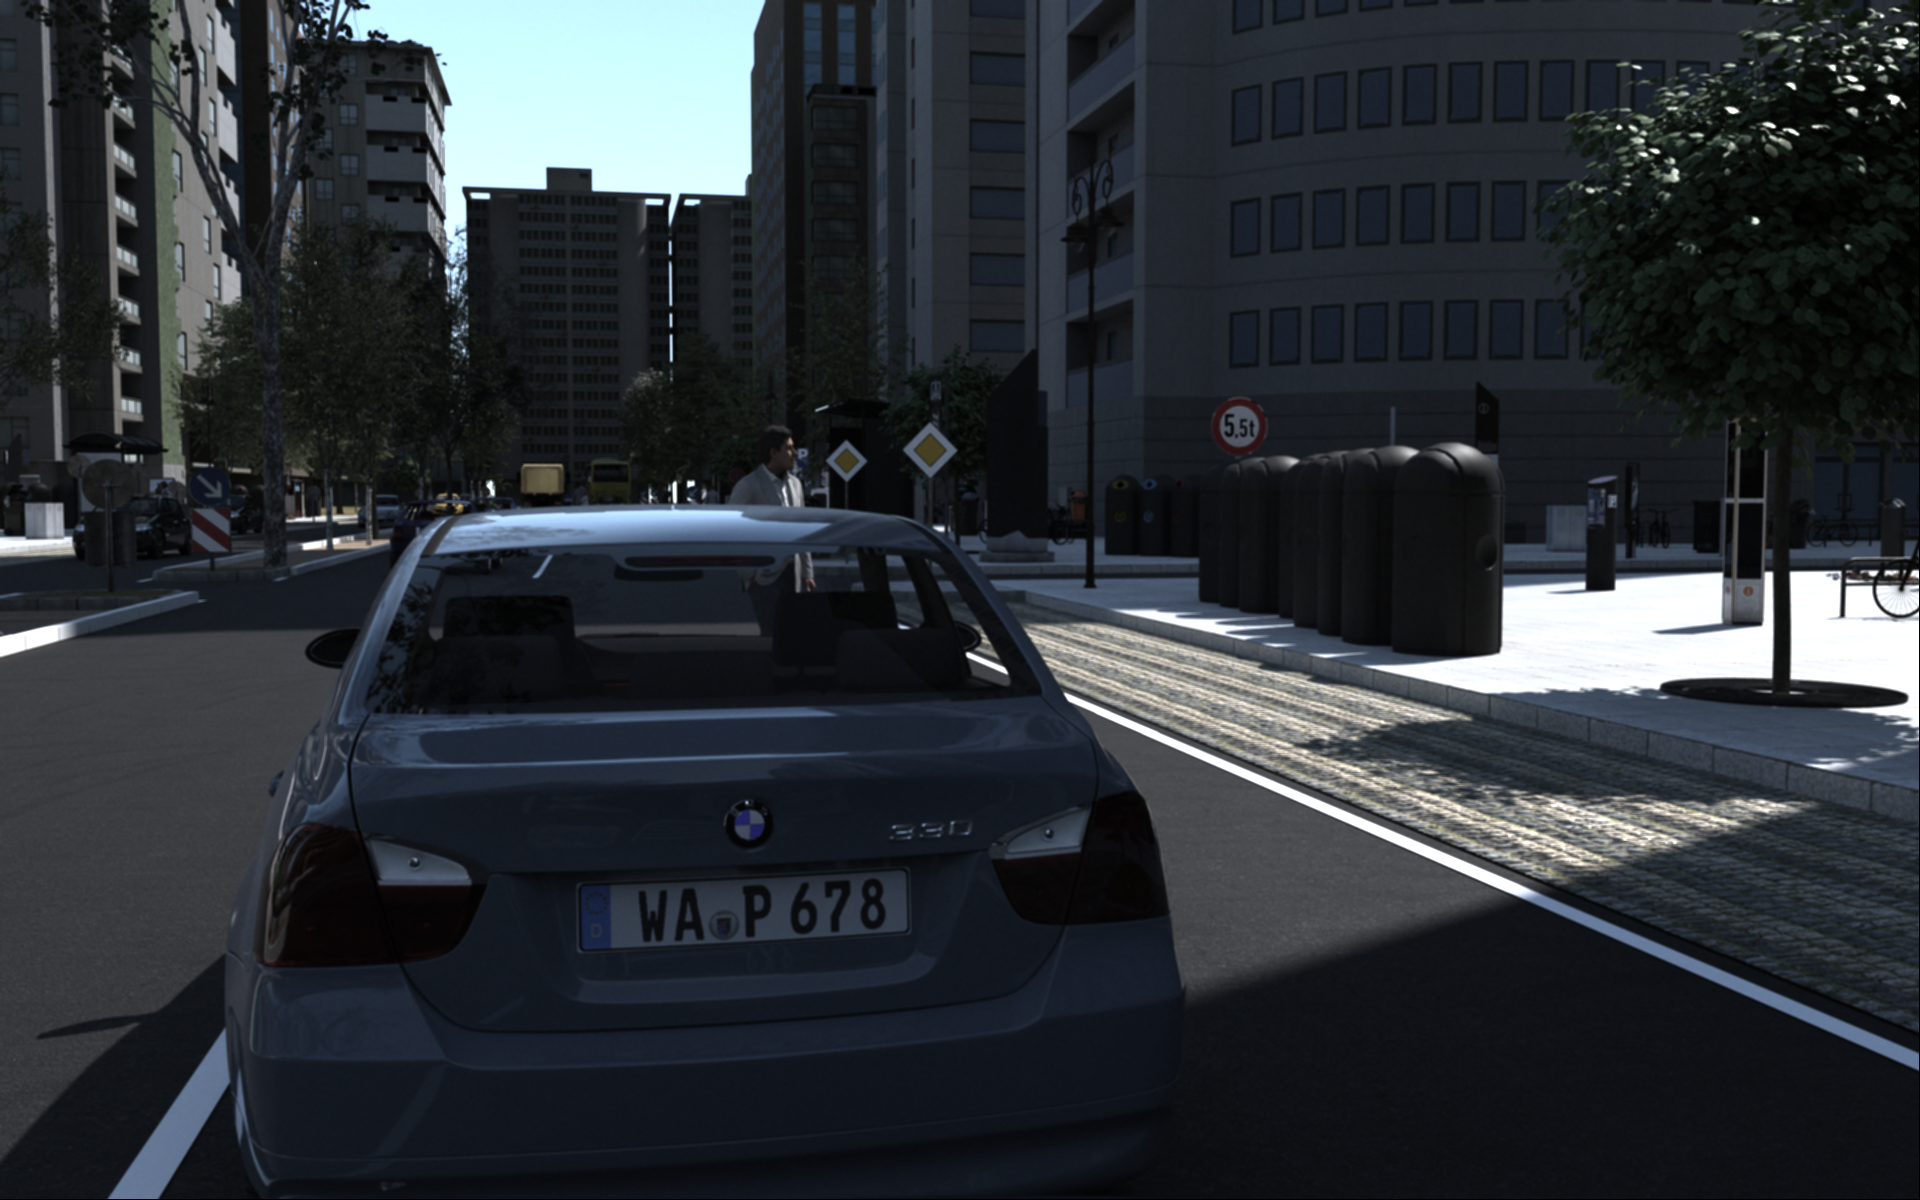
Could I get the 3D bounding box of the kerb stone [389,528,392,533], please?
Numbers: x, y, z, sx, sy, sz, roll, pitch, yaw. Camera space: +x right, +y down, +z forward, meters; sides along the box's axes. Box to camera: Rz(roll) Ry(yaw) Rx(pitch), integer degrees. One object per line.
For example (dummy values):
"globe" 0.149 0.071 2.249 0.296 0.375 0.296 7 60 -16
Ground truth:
"kerb stone" -20.711 -2.463 62.520 0.120 0.150 1.000 -1 4 -12

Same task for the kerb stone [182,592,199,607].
"kerb stone" -9.984 -0.005 22.318 0.120 0.150 1.000 -1 4 -12

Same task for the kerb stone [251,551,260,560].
"kerb stone" -15.364 -0.934 37.466 0.120 0.150 1.000 -1 4 -12

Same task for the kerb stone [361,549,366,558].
"kerb stone" -13.528 -1.023 38.925 0.120 0.150 1.000 -1 4 -12

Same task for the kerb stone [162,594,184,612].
"kerb stone" -9.767 0.054 21.319 0.120 0.150 1.000 -1 4 -12

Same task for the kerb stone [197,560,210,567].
"kerb stone" -14.288 -0.628 32.469 0.120 0.150 1.000 -1 4 -12

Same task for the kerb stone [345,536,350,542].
"kerb stone" -18.358 -1.792 51.490 0.120 0.150 1.000 -1 4 -12

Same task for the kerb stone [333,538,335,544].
"kerb stone" -17.716 -1.608 48.491 0.120 0.150 1.000 -1 4 -12

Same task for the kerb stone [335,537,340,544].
"kerb stone" -17.929 -1.669 49.491 0.120 0.150 1.000 -1 4 -12

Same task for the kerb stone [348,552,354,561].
"kerb stone" -13.096 -0.901 36.924 0.120 0.150 1.000 -1 4 -12

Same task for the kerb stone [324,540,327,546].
"kerb stone" -17.504 -1.544 47.484 0.120 0.150 1.000 -1 4 -12

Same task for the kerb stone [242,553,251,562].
"kerb stone" -15.153 -0.873 36.466 0.120 0.150 1.000 -1 4 -12

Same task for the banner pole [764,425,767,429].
"banner pole" -7.049 -4.446 62.704 0.401 3.779 0.863 0 4 -3

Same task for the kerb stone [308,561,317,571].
"kerb stone" -12.040 -0.594 31.903 0.120 0.150 1.000 -1 4 -12

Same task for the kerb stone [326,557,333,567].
"kerb stone" -12.463 -0.714 33.911 0.120 0.150 1.000 -1 4 -12

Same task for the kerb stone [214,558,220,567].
"kerb stone" -14.510 -0.689 33.467 0.120 0.150 1.000 -1 4 -12

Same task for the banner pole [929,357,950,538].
"banner pole" -0.364 -2.561 31.894 0.401 3.779 0.863 -2 4 -31

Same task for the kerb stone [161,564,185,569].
"kerb stone" -13.866 -0.505 30.468 0.120 0.150 1.000 -1 4 -12

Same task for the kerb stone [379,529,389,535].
"kerb stone" -20.498 -2.405 61.519 0.120 0.150 1.000 -1 4 -12

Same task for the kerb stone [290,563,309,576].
"kerb stone" -11.811 -0.526 30.907 0.120 0.150 1.000 -1 4 -12

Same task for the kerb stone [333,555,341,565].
"kerb stone" -12.669 -0.775 34.916 0.120 0.150 1.000 -1 4 -12

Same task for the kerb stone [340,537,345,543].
"kerb stone" -18.136 -1.731 50.492 0.120 0.150 1.000 -1 4 -12

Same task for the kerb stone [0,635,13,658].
"kerb stone" -8.486 0.421 15.305 0.120 0.150 1.000 -1 4 -12

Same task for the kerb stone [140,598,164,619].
"kerb stone" -9.555 0.115 20.319 0.120 0.150 1.000 -1 4 -12

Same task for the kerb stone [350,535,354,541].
"kerb stone" -18.565 -1.852 52.492 0.120 0.150 1.000 -1 4 -12

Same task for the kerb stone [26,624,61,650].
"kerb stone" -8.701 0.365 16.307 0.120 0.150 1.000 -1 4 -12

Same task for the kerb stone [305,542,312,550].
"kerb stone" -16.856 -1.363 44.473 0.120 0.150 1.000 -1 4 -12

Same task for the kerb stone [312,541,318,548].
"kerb stone" -17.071 -1.424 45.481 0.120 0.150 1.000 -1 4 -12

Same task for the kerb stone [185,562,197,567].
"kerb stone" -14.083 -0.567 31.467 0.120 0.150 1.000 -1 4 -12

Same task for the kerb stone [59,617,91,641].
"kerb stone" -8.914 0.306 17.307 0.120 0.150 1.000 -1 4 -12

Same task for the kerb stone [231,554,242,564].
"kerb stone" -14.930 -0.804 35.469 0.120 0.150 1.000 -1 4 -12

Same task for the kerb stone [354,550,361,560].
"kerb stone" -13.312 -0.962 37.925 0.120 0.150 1.000 -1 4 -12

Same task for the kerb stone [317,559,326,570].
"kerb stone" -12.245 -0.655 32.912 0.120 0.150 1.000 -1 4 -12

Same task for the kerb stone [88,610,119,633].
"kerb stone" -9.125 0.240 18.314 0.120 0.150 1.000 -1 4 -12

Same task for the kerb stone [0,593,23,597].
"kerb stone" -12.049 0.017 21.919 0.120 0.150 1.000 -1 4 -12

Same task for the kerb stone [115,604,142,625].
"kerb stone" -9.340 0.176 19.313 0.120 0.150 1.000 -1 4 -12

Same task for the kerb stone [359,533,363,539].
"kerb stone" -18.999 -1.975 54.492 0.120 0.150 1.000 -1 4 -12

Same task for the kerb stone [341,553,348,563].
"kerb stone" -12.884 -0.839 35.919 0.120 0.150 1.000 -1 4 -12

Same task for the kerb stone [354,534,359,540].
"kerb stone" -18.776 -1.914 53.493 0.120 0.150 1.000 -1 4 -12

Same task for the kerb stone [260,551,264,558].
"kerb stone" -15.574 -0.995 38.469 0.120 0.150 1.000 -1 4 -12

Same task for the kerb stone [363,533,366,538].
"kerb stone" -19.203 -2.037 55.494 0.120 0.150 1.000 -1 4 -12

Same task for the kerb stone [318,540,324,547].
"kerb stone" -17.287 -1.486 46.485 0.120 0.150 1.000 -1 4 -12

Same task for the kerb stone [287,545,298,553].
"kerb stone" -16.432 -1.238 42.468 0.120 0.150 1.000 -1 4 -12

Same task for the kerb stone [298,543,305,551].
"kerb stone" -16.641 -1.301 43.474 0.120 0.150 1.000 -1 4 -12

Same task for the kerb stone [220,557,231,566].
"kerb stone" -14.721 -0.747 34.467 0.120 0.150 1.000 -1 4 -12
